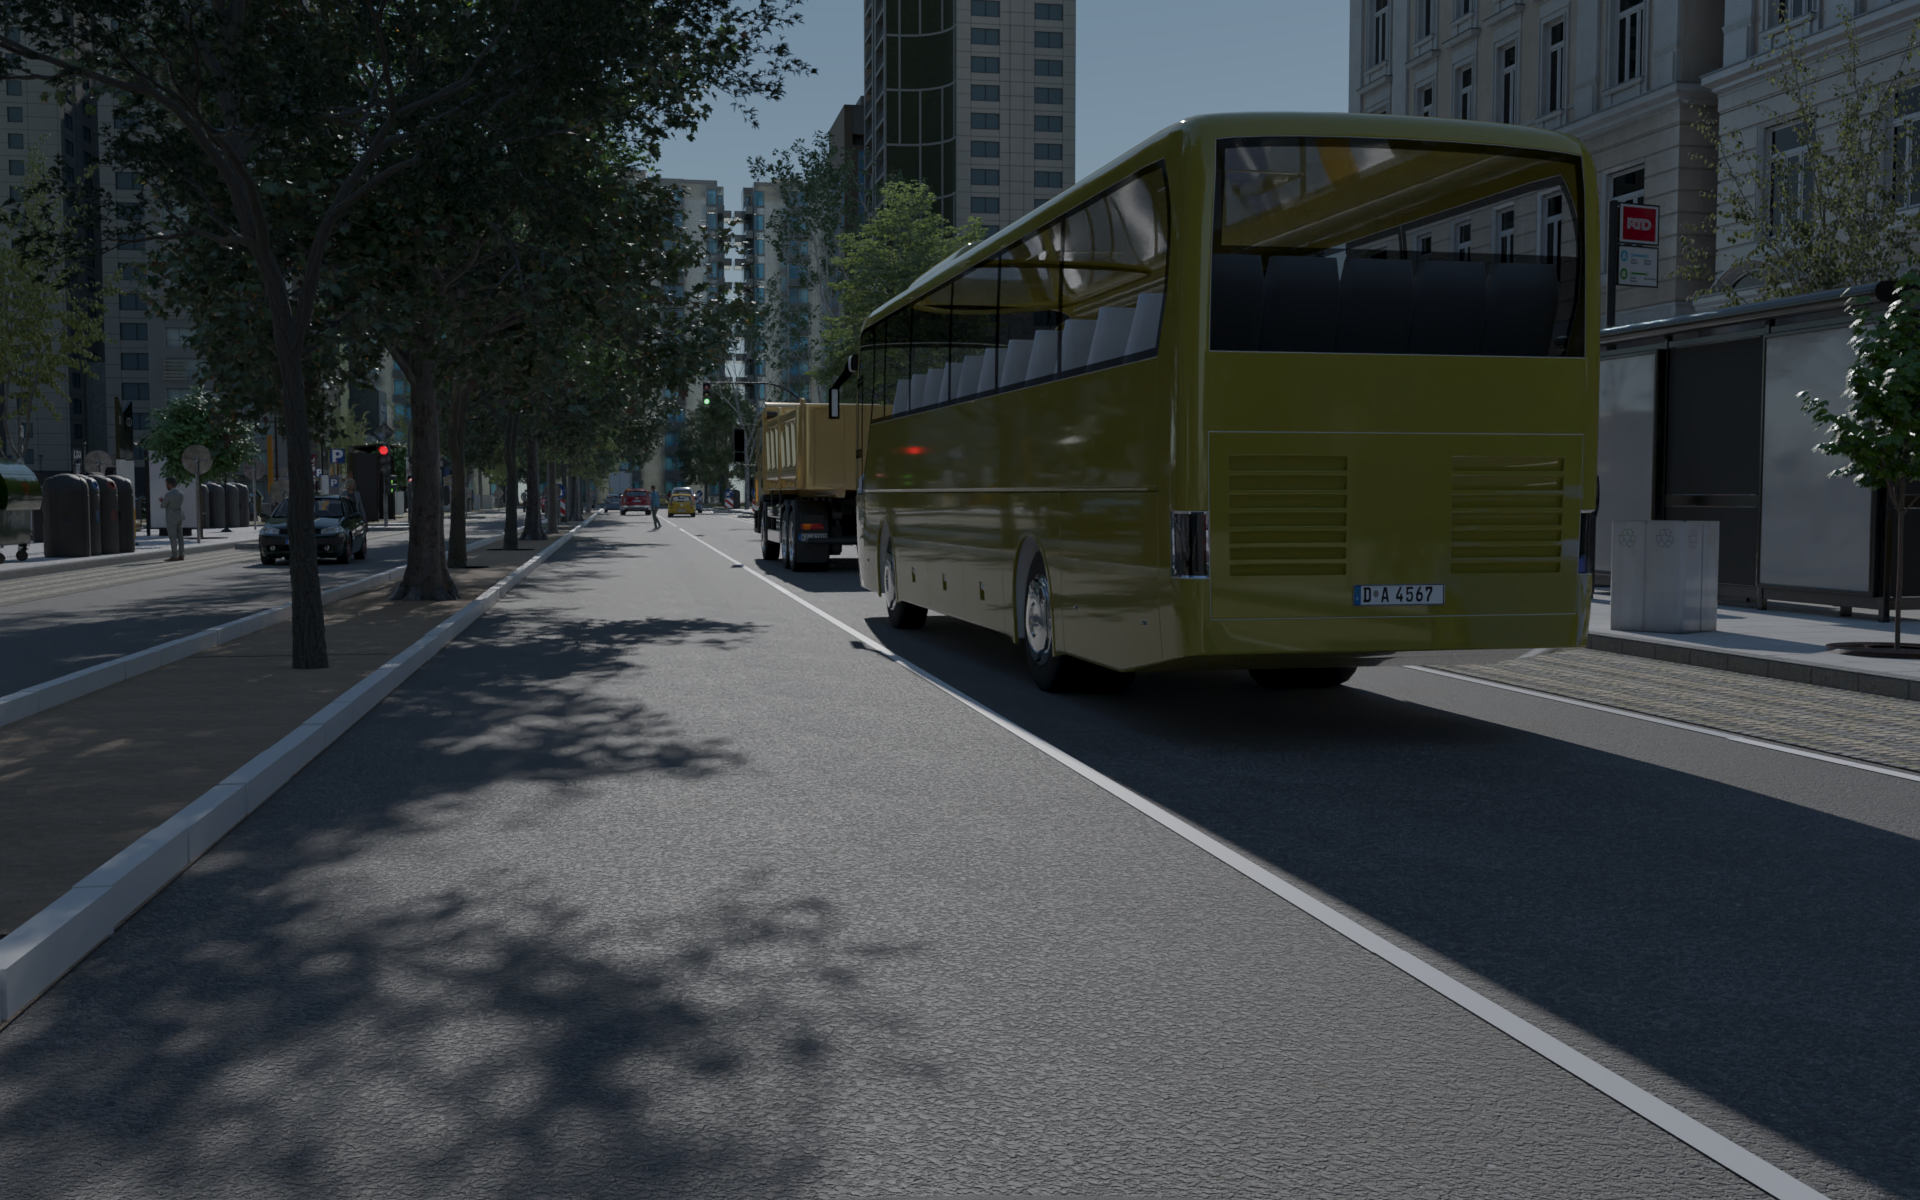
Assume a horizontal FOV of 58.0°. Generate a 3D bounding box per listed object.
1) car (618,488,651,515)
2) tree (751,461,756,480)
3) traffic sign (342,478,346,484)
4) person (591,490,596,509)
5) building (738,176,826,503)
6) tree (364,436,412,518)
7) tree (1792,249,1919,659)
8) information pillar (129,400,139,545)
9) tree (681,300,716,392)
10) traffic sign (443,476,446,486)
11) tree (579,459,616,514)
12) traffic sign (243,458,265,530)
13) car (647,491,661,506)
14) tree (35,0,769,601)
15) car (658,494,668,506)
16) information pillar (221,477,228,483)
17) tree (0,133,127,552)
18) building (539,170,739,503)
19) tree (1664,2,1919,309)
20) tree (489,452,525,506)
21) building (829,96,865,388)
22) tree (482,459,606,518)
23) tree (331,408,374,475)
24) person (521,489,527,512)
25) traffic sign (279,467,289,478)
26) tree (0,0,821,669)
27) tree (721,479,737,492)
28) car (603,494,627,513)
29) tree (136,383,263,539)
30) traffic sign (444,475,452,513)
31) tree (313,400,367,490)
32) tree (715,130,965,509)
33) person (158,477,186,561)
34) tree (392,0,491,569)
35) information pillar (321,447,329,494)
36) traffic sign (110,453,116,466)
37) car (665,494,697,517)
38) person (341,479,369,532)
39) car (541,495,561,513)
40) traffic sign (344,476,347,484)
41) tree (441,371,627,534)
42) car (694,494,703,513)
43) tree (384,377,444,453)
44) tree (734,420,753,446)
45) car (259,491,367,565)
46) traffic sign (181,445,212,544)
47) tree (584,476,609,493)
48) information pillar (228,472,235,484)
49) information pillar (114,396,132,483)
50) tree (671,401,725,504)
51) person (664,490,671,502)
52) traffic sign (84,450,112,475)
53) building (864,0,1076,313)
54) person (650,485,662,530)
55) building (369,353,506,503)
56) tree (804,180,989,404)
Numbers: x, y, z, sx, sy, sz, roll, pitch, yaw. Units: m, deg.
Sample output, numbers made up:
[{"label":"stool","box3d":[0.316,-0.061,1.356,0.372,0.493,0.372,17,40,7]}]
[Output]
[{"label":"car","box3d":[-22.331,-6.759,119.180,2.281,1.827,5.304,-1,4,-13]},{"label":"tree","box3d":[-12.537,-8.159,117.119,4.285,4.588,4.351,0,3,0]},{"label":"traffic sign","box3d":[-34.930,-5.884,97.385,0.795,2.450,0.064,0,4,-5]},{"label":"person","box3d":[-34.973,-9.564,164.850,0.705,1.826,1.348,1,4,17]},{"label":"building","box3d":[-19.182,-39.400,263.805,30.456,49.044,23.786,-1,4,-11]},{"label":"tree","box3d":[-30.747,-6.687,93.050,4.285,4.588,4.351,0,3,0]},{"label":"tree","box3d":[7.414,-1.175,13.817,1.663,3.219,1.824,0,3,0]},{"label":"information pillar","box3d":[-20.685,-3.160,43.020,0.183,3.616,0.504,1,4,9]},{"label":"tree","box3d":[-17.884,-17.886,148.322,12.611,20.169,13.585,0,3,0]},{"label":"traffic sign","box3d":[-36.490,-7.456,122.003,0.768,2.556,0.104,0,4,-1]},{"label":"tree","box3d":[-26.607,-12.750,121.296,12.009,13.543,11.850,0,3,0]},{"label":"traffic sign","box3d":[-25.260,-3.786,61.999,0.768,2.556,0.104,0,4,-4]},{"label":"car","box3d":[-38.594,-12.781,217.636,2.281,1.827,5.304,-1,4,-10]},{"label":"tree","box3d":[-7.249,-6.347,23.237,9.611,12.733,9.660,0,3,0]},{"label":"car","box3d":[-34.442,-11.598,199.843,2.015,1.641,3.980,-1,4,-12]},{"label":"information pillar","box3d":[-47.415,-7.333,111.248,0.183,3.616,0.504,-2,4,-35]},{"label":"tree","box3d":[-19.534,-5.230,35.879,4.737,8.622,4.395,0,3,0]},{"label":"building","box3d":[-49.491,-39.037,257.856,30.456,49.044,23.786,-1,4,-11]},{"label":"tree","box3d":[12.830,-4.585,25.331,4.360,8.622,3.978,0,3,0]},{"label":"tree","box3d":[-47.188,-14.068,180.370,4.737,8.622,4.395,0,3,0]},{"label":"building","box3d":[-7.089,-33.421,196.548,14.600,45.320,14.200,-1,4,-11]},{"label":"tree","box3d":[-23.003,-11.791,101.898,9.857,13.997,8.962,0,3,0]},{"label":"tree","box3d":[-50.602,-11.886,144.702,4.360,8.622,3.978,0,3,0]},{"label":"person","box3d":[-34.137,-7.779,135.867,0.592,1.802,0.473,3,4,38]},{"label":"traffic sign","box3d":[-30.954,-4.874,79.794,0.768,2.556,0.104,-1,4,-9]},{"label":"tree","box3d":[-5.372,-4.731,14.228,8.767,10.594,7.601,-1,4,-11]},{"label":"tree","box3d":[-23.676,-11.198,177.682,1.663,3.219,1.824,0,3,0]},{"label":"car","box3d":[-26.729,-7.489,134.448,2.014,1.417,4.499,-1,4,-10]},{"label":"tree","box3d":[-21.933,-4.037,49.727,4.285,4.588,4.351,0,3,0]},{"label":"traffic sign","box3d":[-33.663,-6.993,114.448,0.768,2.556,0.104,0,4,-6]},{"label":"tree","box3d":[-47.281,-11.141,132.518,4.737,8.622,4.395,0,3,0]},{"label":"tree","box3d":[-5.666,-14.242,88.738,12.611,20.169,13.585,0,3,0]},{"label":"person","box3d":[-16.842,-1.731,36.983,0.466,1.800,0.511,0,4,-1]},{"label":"tree","box3d":[-9.537,-6.400,32.861,9.928,11.665,9.643,0,3,0]},{"label":"information pillar","box3d":[-27.945,-5.190,76.218,0.183,3.616,0.504,0,4,8]},{"label":"traffic sign","box3d":[-26.153,-3.287,53.849,0.768,2.556,0.104,0,4,-1]},{"label":"car","box3d":[-17.402,-5.989,108.141,2.015,1.641,3.980,-1,4,-9]},{"label":"person","box3d":[-14.595,-2.019,41.701,0.709,1.800,0.728,-2,4,-35]},{"label":"car","box3d":[-31.355,-7.625,133.714,2.155,1.783,4.494,-1,4,-11]},{"label":"traffic sign","box3d":[-35.319,-6.050,100.100,0.795,2.450,0.064,0,4,-4]},{"label":"tree","box3d":[-14.924,-8.688,62.627,7.486,12.596,7.792,0,3,0]},{"label":"car","box3d":[-20.589,-7.348,132.149,2.014,1.417,4.499,-1,4,-11]},{"label":"tree","box3d":[-32.426,-9.422,104.413,4.737,8.622,4.395,0,3,0]},{"label":"tree","box3d":[-26.095,-16.141,189.662,9.928,11.665,9.643,0,3,0]},{"label":"car","box3d":[-13.622,-1.638,36.567,2.009,1.686,4.222,-1,4,-12]},{"label":"traffic sign","box3d":[-19.729,-2.734,44.813,0.768,2.556,0.104,0,4,-8]},{"label":"tree","box3d":[-29.660,-11.327,138.015,4.737,8.622,4.395,0,3,0]},{"label":"information pillar","box3d":[-50.223,-7.830,119.370,0.504,3.616,0.183,0,4,2]},{"label":"information pillar","box3d":[-20.214,-3.080,41.711,0.183,3.616,0.504,-1,4,-12]},{"label":"tree","box3d":[-33.338,-19.562,226.500,9.857,13.997,8.962,0,3,0]},{"label":"person","box3d":[-31.277,-10.887,186.438,1.348,1.831,0.705,-3,5,-42]},{"label":"traffic sign","box3d":[-25.002,-3.068,50.261,0.768,2.556,0.104,-1,4,-10]},{"label":"building","box3d":[-0.566,-45.318,179.203,20.563,71.187,20.611,-1,4,-11]},{"label":"person","box3d":[-12.057,-3.654,68.592,0.444,1.785,0.601,1,4,22]},{"label":"building","box3d":[-79.770,-38.670,251.863,30.456,49.044,23.786,-1,4,-11]},{"label":"tree","box3d":[-1.843,-8.900,63.648,7.486,12.596,7.792,0,3,0]}]
